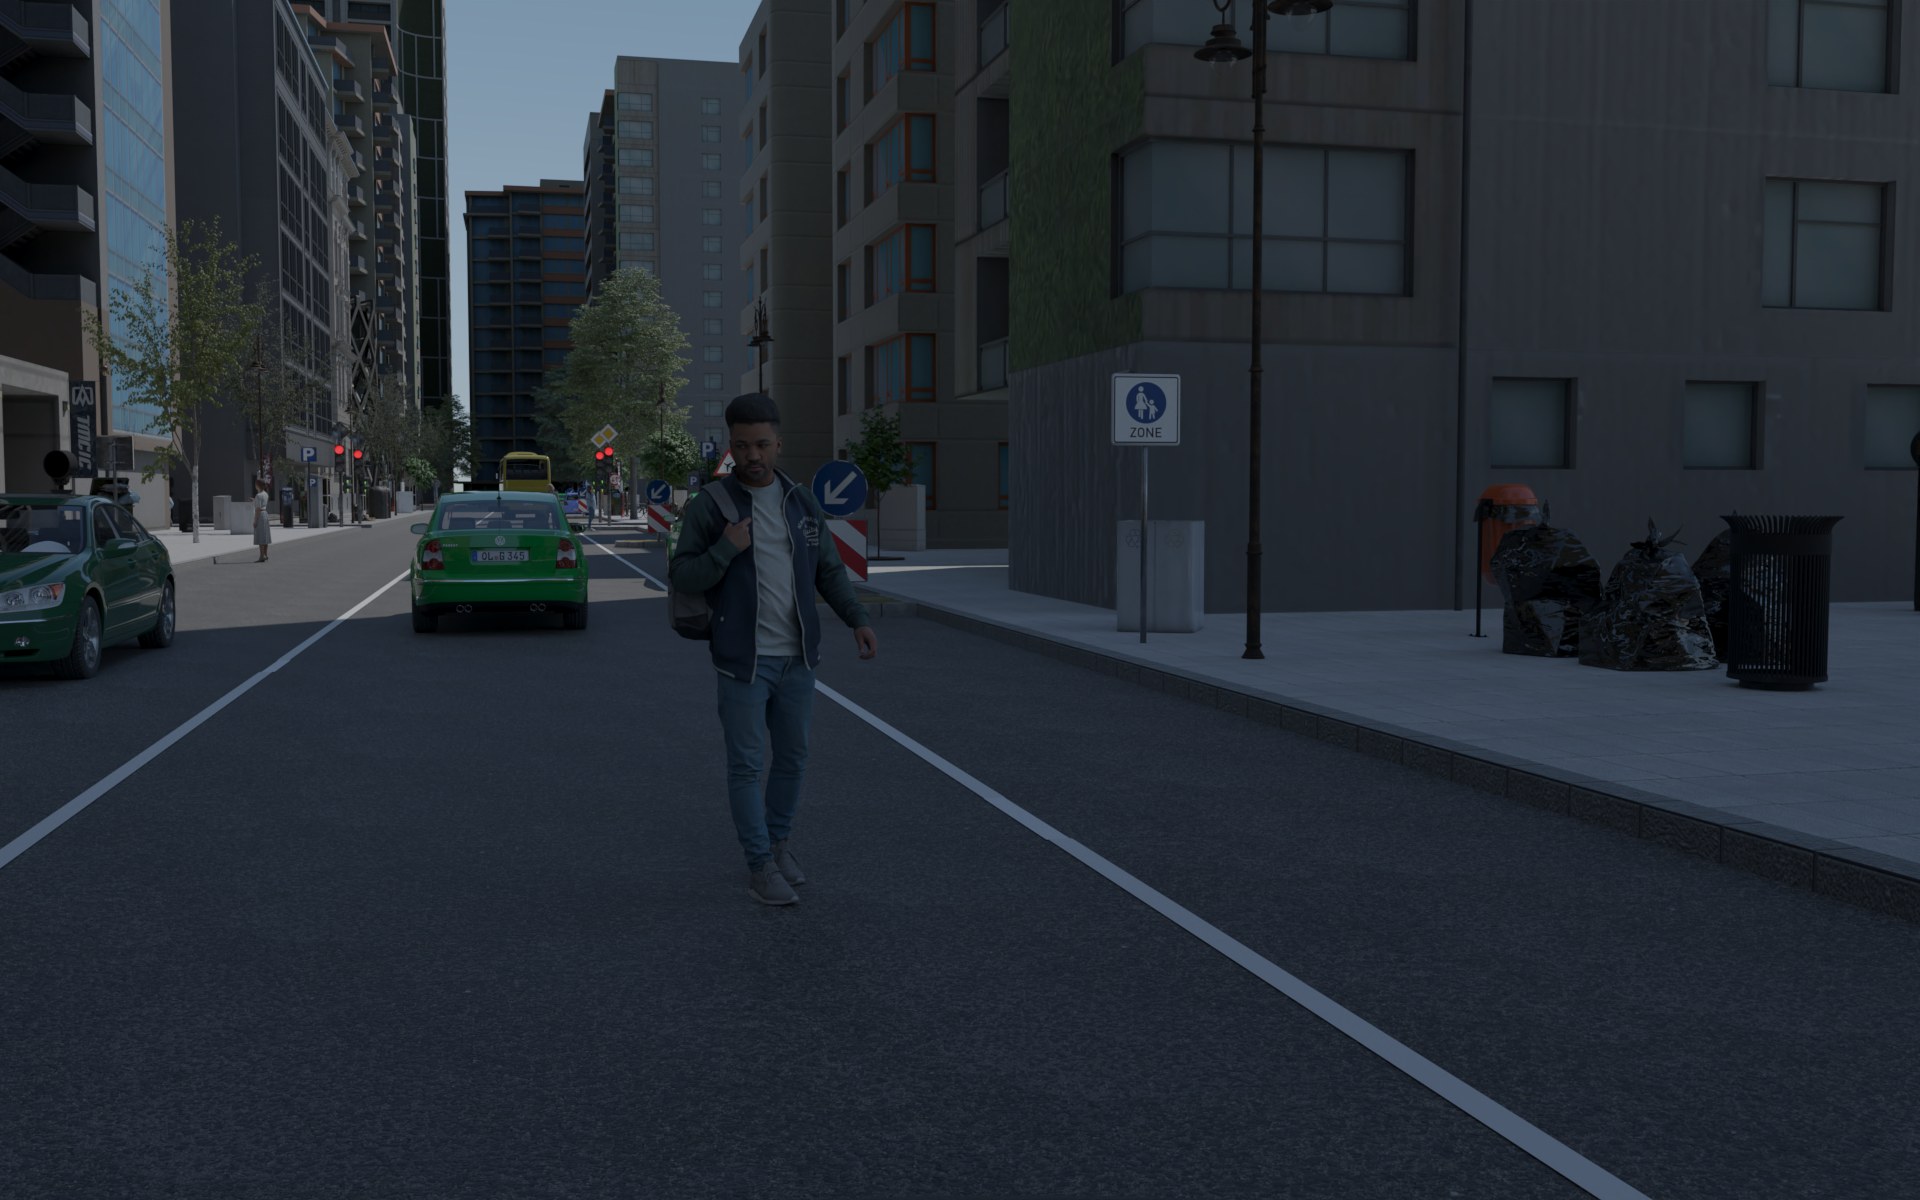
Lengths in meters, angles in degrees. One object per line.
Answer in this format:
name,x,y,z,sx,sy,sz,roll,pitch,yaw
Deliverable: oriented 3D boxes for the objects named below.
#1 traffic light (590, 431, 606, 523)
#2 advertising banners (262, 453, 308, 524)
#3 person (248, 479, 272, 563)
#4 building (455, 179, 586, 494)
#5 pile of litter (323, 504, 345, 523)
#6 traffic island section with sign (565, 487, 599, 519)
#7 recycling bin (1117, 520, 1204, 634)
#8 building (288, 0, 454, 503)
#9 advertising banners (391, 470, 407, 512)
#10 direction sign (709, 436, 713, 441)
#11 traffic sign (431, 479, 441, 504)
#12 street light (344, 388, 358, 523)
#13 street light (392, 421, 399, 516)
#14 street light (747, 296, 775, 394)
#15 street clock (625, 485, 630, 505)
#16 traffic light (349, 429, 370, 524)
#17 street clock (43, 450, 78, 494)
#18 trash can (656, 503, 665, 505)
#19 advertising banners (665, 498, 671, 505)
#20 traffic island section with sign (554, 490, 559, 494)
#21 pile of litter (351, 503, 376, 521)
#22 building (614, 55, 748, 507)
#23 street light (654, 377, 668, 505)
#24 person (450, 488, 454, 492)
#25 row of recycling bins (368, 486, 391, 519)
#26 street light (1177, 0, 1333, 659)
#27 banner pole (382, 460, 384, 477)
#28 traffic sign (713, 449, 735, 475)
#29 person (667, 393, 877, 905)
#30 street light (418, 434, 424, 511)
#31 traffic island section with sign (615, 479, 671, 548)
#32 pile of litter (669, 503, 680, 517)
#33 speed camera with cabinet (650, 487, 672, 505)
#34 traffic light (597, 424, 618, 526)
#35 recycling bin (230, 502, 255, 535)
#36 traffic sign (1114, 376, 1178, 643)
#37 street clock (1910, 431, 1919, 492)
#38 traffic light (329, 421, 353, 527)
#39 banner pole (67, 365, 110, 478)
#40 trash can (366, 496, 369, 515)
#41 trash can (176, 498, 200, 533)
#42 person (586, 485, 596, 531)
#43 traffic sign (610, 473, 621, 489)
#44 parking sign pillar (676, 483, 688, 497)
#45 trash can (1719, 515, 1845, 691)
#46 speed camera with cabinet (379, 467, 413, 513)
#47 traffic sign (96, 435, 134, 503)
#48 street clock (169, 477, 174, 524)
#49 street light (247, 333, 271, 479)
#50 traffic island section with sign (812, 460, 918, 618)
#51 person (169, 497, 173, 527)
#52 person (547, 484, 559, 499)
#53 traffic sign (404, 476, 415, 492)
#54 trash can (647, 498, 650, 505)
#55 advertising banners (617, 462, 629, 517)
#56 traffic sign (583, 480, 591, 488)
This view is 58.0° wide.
traffic light,-16.030,-5.385,76.971,0.839,4.253,0.868,-1,4,-14
advertising banners,-29.148,-4.814,74.893,2.074,3.025,0.090,-1,4,-20
person,-14.738,-1.668,36.338,0.524,1.755,0.480,0,4,1
building,-56.175,-36.036,243.813,28.867,44.769,22.147,-1,4,-14
pile of litter,-28.412,-3.877,77.348,1.719,0.858,1.176,0,4,-1
traffic island section with sign,-22.108,-5.654,101.073,1.989,1.847,2.006,-1,4,-14
recycling bin,1.896,-0.231,16.327,0.722,1.027,0.722,1,4,16
building,-80.677,-48.823,236.500,20.611,71.187,20.563,-1,4,-14
advertising banners,-41.304,-7.950,126.177,2.074,3.025,0.090,0,4,-1
direction sign,-9.761,-4.653,68.068,0.379,3.537,0.876,-1,4,-15
traffic sign,-44.675,-9.025,147.670,0.768,2.556,0.104,-1,4,-13
street light,-26.503,-6.278,75.431,0.468,5.910,1.993,-1,4,-14
street light,-33.514,-7.948,102.735,0.468,5.910,1.993,-1,4,-14
street light,-4.672,-4.151,40.660,0.468,5.910,1.993,-1,4,-14
street clock,-25.874,-7.960,134.709,0.471,2.002,0.358,3,4,38
traffic light,-25.825,-5.232,74.469,0.839,4.253,0.868,-1,4,-14
street clock,-14.797,-1.466,28.538,0.471,2.002,0.358,0,4,7
trash can,-20.987,-6.708,121.321,0.748,1.137,0.748,0,3,0
advertising banners,-24.209,-9.082,144.681,2.074,3.025,0.090,2,4,34
traffic island section with sign,-28.833,-7.272,127.519,1.989,1.847,2.006,-1,4,-14
pile of litter,-28.387,-4.184,82.366,1.176,0.858,1.719,-1,4,-16
building,-26.005,-29.554,166.798,14.154,41.232,14.086,-1,4,-14
street light,-11.818,-5.865,68.681,0.468,5.910,1.993,-1,4,-14
person,-28.858,-5.470,98.281,0.374,1.781,0.599,2,4,35
row of recycling bins,-30.333,-5.097,90.442,1.069,1.692,3.534,-1,4,-14
street light,2.289,-2.481,13.344,0.468,5.910,1.993,-1,4,-14
banner pole,-42.743,-8.460,128.343,0.401,3.779,0.863,-2,4,-29
traffic sign,-6.600,-3.027,49.495,0.884,2.594,0.081,-1,4,-10
person,-0.703,0.166,6.140,0.623,1.781,0.721,-3,5,-43
street light,-40.435,-9.619,130.061,0.468,5.910,1.993,-1,4,-14
traffic island section with sign,-8.354,-2.350,47.057,1.989,1.847,2.006,-1,4,-14
pile of litter,-15.904,-5.033,96.260,1.719,0.858,1.176,1,4,9
speed camera with cabinet,-21.868,-8.092,126.643,0.660,3.252,2.038,-3,5,-44
traffic light,-14.058,-4.912,69.233,0.839,4.253,0.868,-1,4,-14
recycling bin,-22.699,-2.588,54.865,0.722,1.027,0.722,-1,4,-16
traffic sign,1.577,-0.778,14.842,0.606,2.300,0.079,-1,4,-12
street clock,10.302,-0.840,18.302,0.471,2.002,0.358,1,4,18
traffic light,-23.854,-4.759,66.730,0.839,4.253,0.868,-1,4,-14
banner pole,-16.845,-2.671,33.685,0.863,3.779,0.401,-1,4,-18
trash can,-37.249,-5.927,108.555,0.748,1.137,0.748,0,3,0
trash can,-25.659,-2.810,57.603,0.748,1.137,0.748,0,3,0
person,-14.317,-3.567,67.091,0.793,1.790,0.793,-2,4,-32
traffic sign,-20.910,-6.415,104.994,0.768,2.556,0.104,0,4,-7
parking sign pillar,-19.550,-8.171,122.066,1.447,3.967,1.447,1,4,23
trash can,5.414,0.012,11.452,0.748,1.137,0.748,0,3,0
speed camera with cabinet,-37.515,-7.392,115.194,2.038,3.252,0.660,-2,4,-32
traffic sign,-14.727,-1.718,30.213,0.606,2.300,0.079,0,4,-8
street clock,-33.673,-4.235,73.809,0.358,2.002,0.471,-3,5,-41
street light,-20.111,-4.711,49.810,0.468,5.910,1.993,-1,4,-14
traffic island section with sign,-1.687,-0.753,20.936,1.989,1.847,2.006,-1,4,-14
person,-31.036,-3.509,67.686,0.589,1.601,0.330,1,4,18
person,-14.598,-3.254,61.882,0.537,1.800,0.526,0,4,6
traffic sign,-39.161,-7.532,123.259,0.768,2.556,0.104,0,4,-6
trash can,-25.739,-8.111,144.260,0.748,1.137,0.748,0,3,0
advertising banners,-18.667,-6.101,95.933,0.090,3.025,2.074,0,4,6
traffic sign,-31.815,-9.049,148.061,0.768,2.556,0.104,-1,4,-10
